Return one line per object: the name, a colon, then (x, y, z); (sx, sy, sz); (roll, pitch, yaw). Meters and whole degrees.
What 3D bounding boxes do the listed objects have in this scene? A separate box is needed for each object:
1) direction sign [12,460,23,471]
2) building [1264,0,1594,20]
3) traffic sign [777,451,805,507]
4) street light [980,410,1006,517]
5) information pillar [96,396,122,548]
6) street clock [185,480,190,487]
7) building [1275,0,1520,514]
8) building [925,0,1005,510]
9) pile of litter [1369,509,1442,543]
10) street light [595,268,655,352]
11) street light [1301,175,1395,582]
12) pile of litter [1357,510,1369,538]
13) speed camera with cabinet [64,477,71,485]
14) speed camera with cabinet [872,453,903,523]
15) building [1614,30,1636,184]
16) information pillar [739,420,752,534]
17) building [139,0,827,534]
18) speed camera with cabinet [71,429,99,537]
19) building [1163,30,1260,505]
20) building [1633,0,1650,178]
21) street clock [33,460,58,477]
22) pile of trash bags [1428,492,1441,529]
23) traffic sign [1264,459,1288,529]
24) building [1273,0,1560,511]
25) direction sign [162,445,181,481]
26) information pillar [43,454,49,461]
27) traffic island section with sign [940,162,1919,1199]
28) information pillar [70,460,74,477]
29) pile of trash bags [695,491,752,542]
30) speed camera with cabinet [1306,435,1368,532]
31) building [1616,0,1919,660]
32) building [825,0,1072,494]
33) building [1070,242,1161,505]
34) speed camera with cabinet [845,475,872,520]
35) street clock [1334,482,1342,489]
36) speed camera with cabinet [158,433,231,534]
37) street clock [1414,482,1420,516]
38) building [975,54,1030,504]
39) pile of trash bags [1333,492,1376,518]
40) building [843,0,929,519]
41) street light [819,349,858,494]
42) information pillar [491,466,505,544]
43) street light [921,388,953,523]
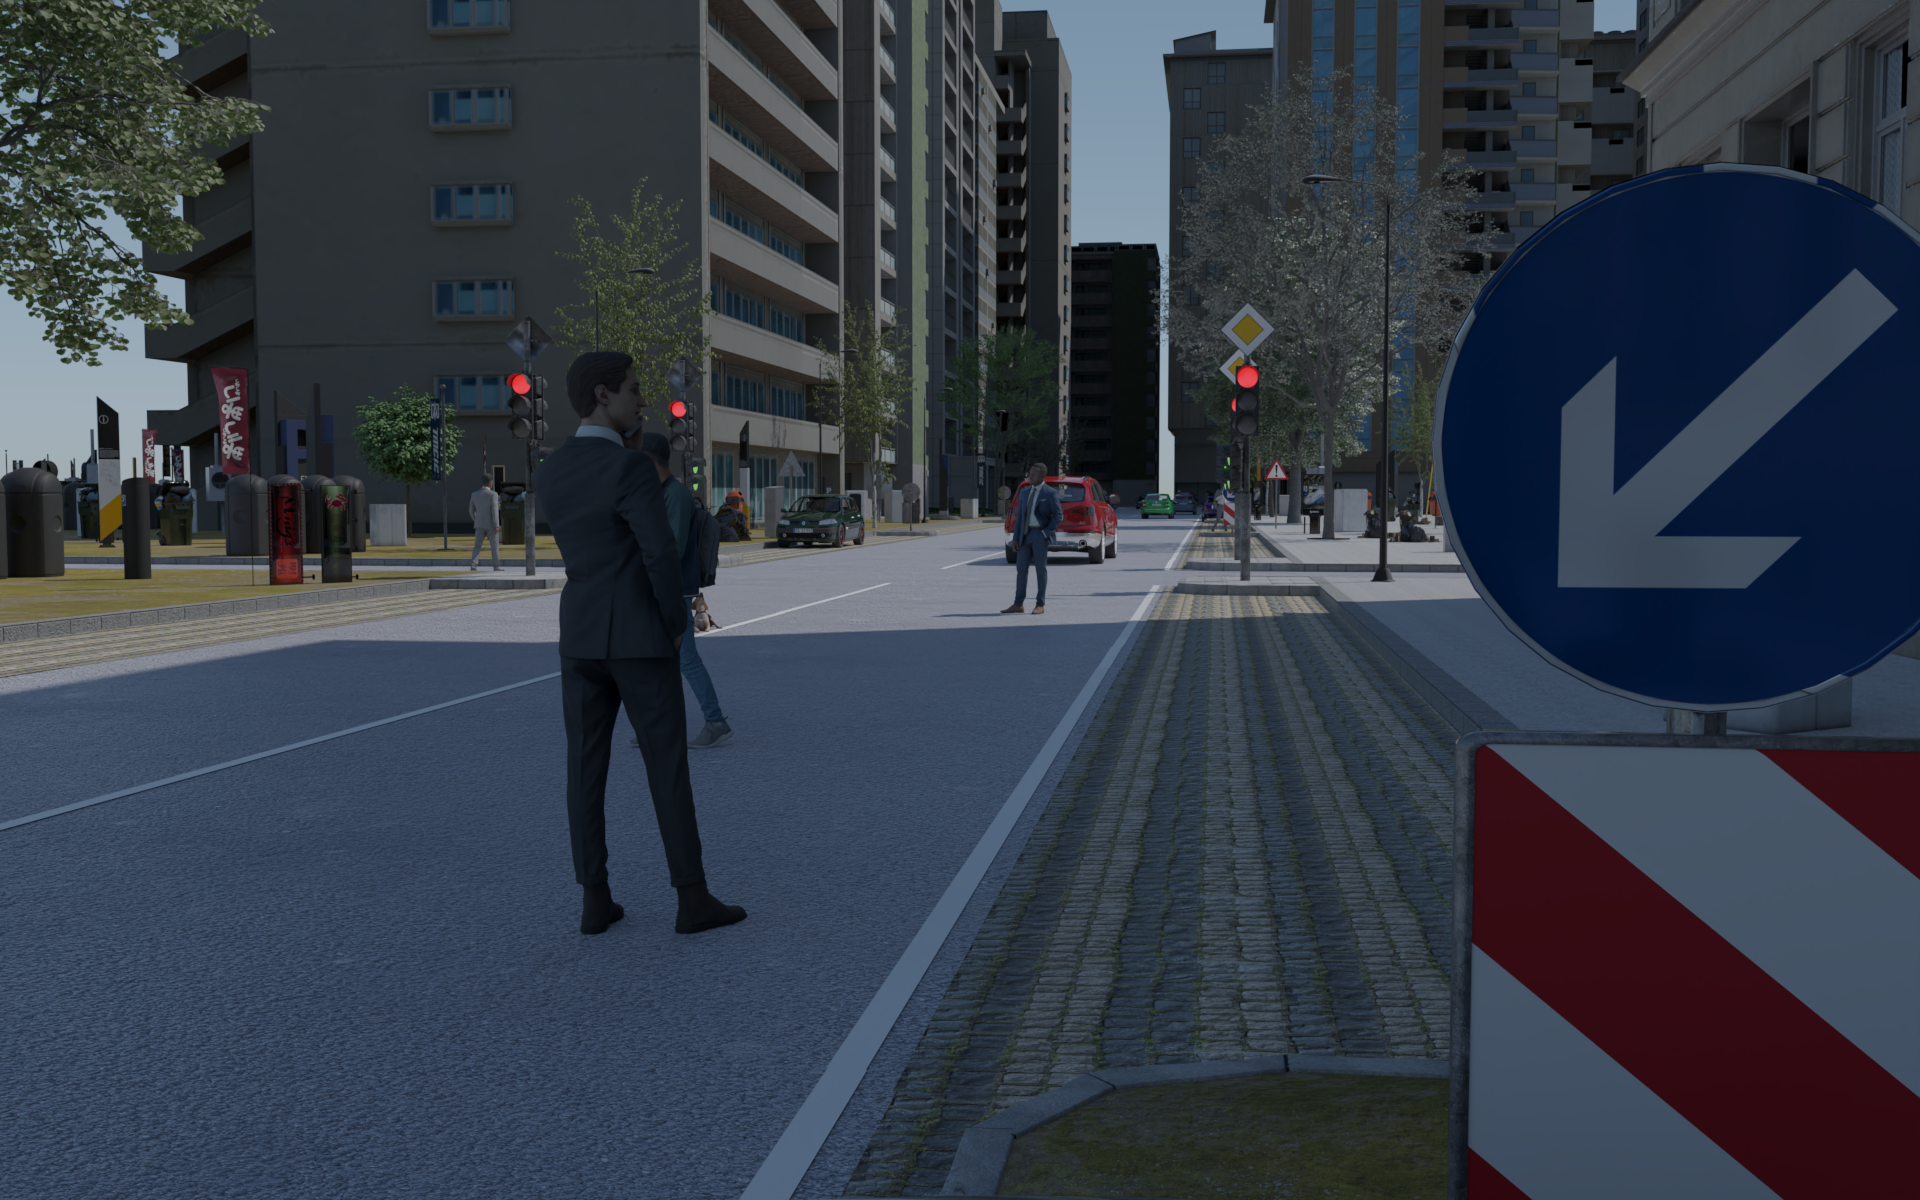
direction sign: (-62.707, -7.545, 115.361); (0.876, 3.537, 0.379); (1, 4, 17)
building: (43.471, -35.161, 164.124); (28.713, 52.752, 27.495); (1, 4, 8)
traffic sign: (-5.064, -3.175, 51.913); (0.884, 2.594, 0.081); (1, 4, 14)
street light: (1.827, -7.559, 96.136); (1.470, 5.913, 1.316); (1, 4, 8)
information pillar: (-20.354, -3.062, 41.411); (0.504, 3.616, 0.183); (-2, 4, -34)
street clock: (-39.944, -5.177, 89.220); (0.358, 2.002, 0.471); (3, 5, 40)
building: (28.378, -28.426, 114.871); (14.600, 45.320, 14.200); (1, 4, 8)
building: (-7.508, -41.742, 120.732); (20.563, 71.187, 20.611); (1, 4, 8)
pile of litter: (12.068, -1.983, 46.384); (1.176, 0.858, 1.719); (-2, 4, -31)
street light: (-6.961, -3.870, 35.810); (1.470, 5.913, 1.316); (1, 4, 8)
street light: (5.670, -3.228, 25.316); (1.470, 5.913, 1.316); (1, 4, 8)
pile of litter: (12.236, -2.236, 50.520); (1.176, 0.858, 1.719); (0, 4, -5)
speed camera with cabinet: (-49.253, -6.151, 94.896); (2.038, 3.252, 0.660); (0, 4, 5)
speed camera with cabinet: (-3.186, -5.144, 78.432); (0.660, 3.252, 2.038); (-1, 4, -23)
building: (65.163, -37.361, 200.095); (27.495, 52.752, 28.713); (1, 4, 8)
information pillar: (-6.853, -3.903, 55.165); (0.183, 3.616, 0.504); (-3, 4, -37)
building: (-17.088, -27.001, 65.167); (21.300, 48.544, 21.600); (1, 4, 8)
speed camera with cabinet: (-26.075, -3.538, 52.186); (0.660, 3.252, 2.038); (-1, 4, -14)
building: (38.100, -37.663, 205.036); (27.495, 52.752, 28.713); (1, 4, 8)
building: (74.528, -44.330, 163.049); (20.611, 71.187, 20.563); (1, 4, 8)
street clock: (-19.659, -1.999, 37.259); (0.471, 2.002, 0.358); (1, 4, 11)
pile of trash bags: (18.983, -3.303, 63.750); (3.447, 1.369, 1.912); (2, 4, 25)
traffic sign: (11.659, -3.905, 63.849); (0.884, 2.594, 0.081); (1, 4, 10)
building: (35.515, -36.311, 135.681); (21.231, 58.520, 28.212); (1, 4, 8)
direction sign: (-35.596, -5.279, 78.312); (0.379, 3.537, 0.876); (2, 4, 35)
information pillar: (-53.112, -6.704, 100.965); (0.183, 3.616, 0.504); (-2, 4, -25)
traffic island section with sign: (0.917, 0.351, 2.886); (1.989, 1.847, 2.006); (1, 4, 8)
information pillar: (-61.078, -7.822, 119.236); (0.183, 3.616, 0.504); (-1, 4, -8)
pile of trash bags: (-6.595, -2.306, 47.464); (1.912, 1.369, 3.447); (1, 4, 9)
speed camera with cabinet: (12.636, -3.897, 58.053); (2.038, 3.252, 0.660); (-1, 4, -18)
building: (13.859, -10.604, 6.665); (16.112, 22.955, 30.059); (1, 4, 8)
building: (-0.253, -33.611, 173.240); (21.600, 48.544, 21.300); (1, 4, 8)
building: (16.174, -26.298, 201.672); (14.107, 30.474, 14.160); (1, 4, 8)
speed camera with cabinet: (-4.588, -5.374, 82.203); (2.038, 3.252, 0.660); (-2, 4, -29)
street clock: (22.599, -6.055, 103.573); (0.471, 2.002, 0.358); (-3, 4, -36)
speed camera with cabinet: (-24.608, -3.758, 55.775); (2.038, 3.252, 0.660); (-2, 4, -34)
street clock: (27.146, -5.997, 102.626); (0.471, 2.002, 0.358); (-2, 4, -35)
building: (-9.906, -27.739, 145.408); (32.217, 40.220, 23.993); (1, 4, 8)
pile of trash bags: (19.805, -4.679, 86.256); (1.912, 1.369, 3.447); (0, 4, -6)
building: (-9.705, -24.880, 90.380); (14.154, 41.232, 14.086); (1, 4, 8)
street light: (-3.961, -5.088, 55.726); (1.470, 5.913, 1.316); (1, 4, 8)
information pillar: (-11.926, -2.463, 44.769); (0.304, 2.012, 0.304); (-1, 4, -22)
street light: (-1.022, -6.324, 75.938); (1.470, 5.913, 1.316); (1, 4, 8)
